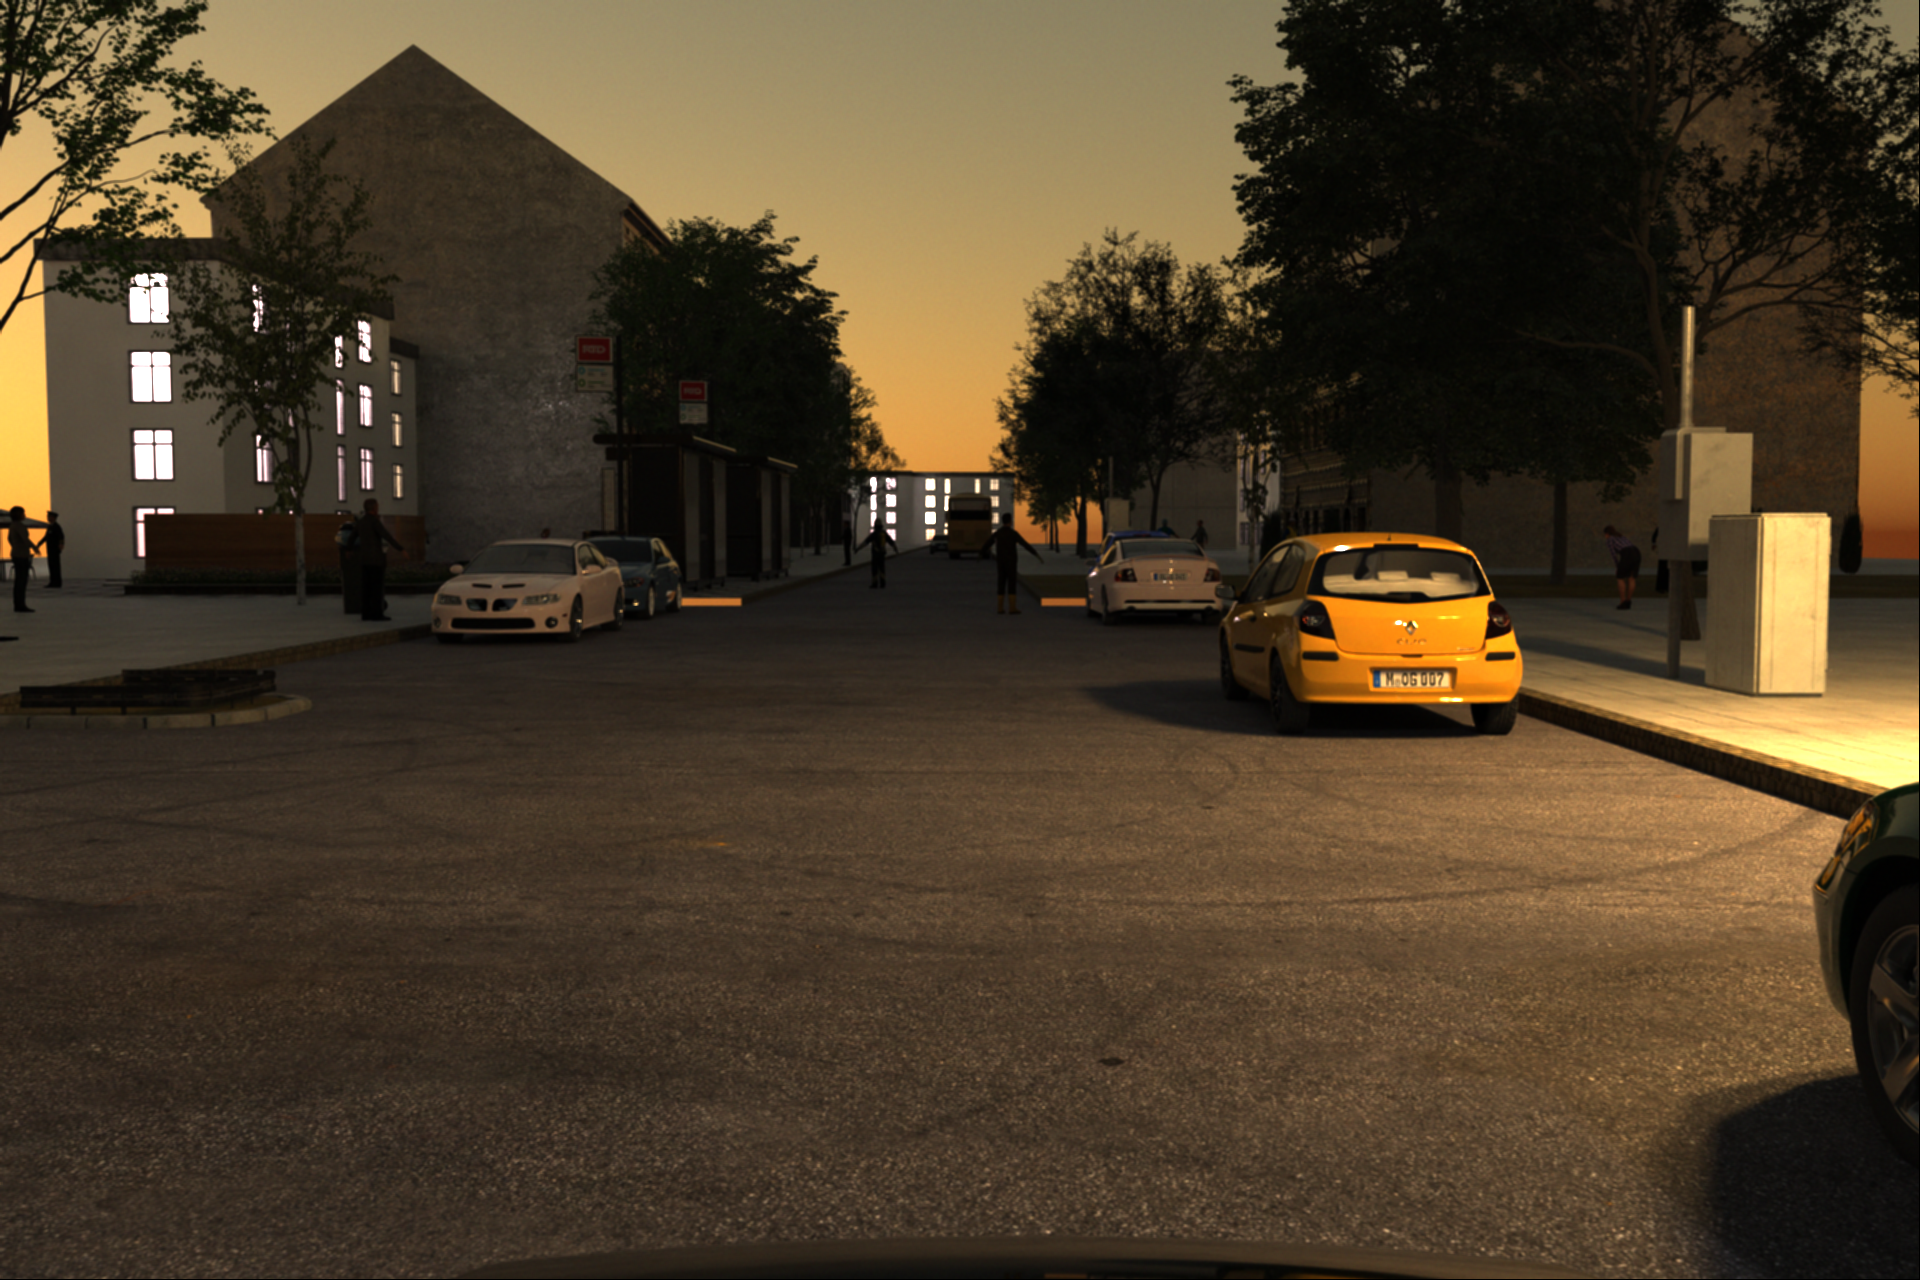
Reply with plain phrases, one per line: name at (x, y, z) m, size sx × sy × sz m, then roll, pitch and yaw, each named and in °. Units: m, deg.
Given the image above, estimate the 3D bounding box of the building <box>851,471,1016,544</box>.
building at (-6.661, -17.473, 230.289) m, size 28.070 × 9.664 × 9.099 m, roll 0°, pitch 4°, yaw -5°

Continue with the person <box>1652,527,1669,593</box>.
person at (15.355, -1.887, 37.571) m, size 1.216 × 1.740 × 0.721 m, roll -3°, pitch 4°, yaw -36°

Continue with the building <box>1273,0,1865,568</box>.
building at (24.731, -14.871, 74.068) m, size 19.493 × 23.208 × 18.063 m, roll 0°, pitch 3°, yaw 0°

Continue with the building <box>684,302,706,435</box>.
building at (-27.285, -15.058, 112.649) m, size 16.747 × 18.905 × 31.486 m, roll 0°, pitch 4°, yaw 0°

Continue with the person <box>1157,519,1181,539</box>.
person at (7.296, -3.399, 61.700) m, size 1.347 × 1.817 × 0.704 m, roll 1°, pitch 4°, yaw 8°

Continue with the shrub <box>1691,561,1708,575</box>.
shrub at (22.723, -3.023, 53.848) m, size 1.690 × 2.028 × 1.600 m, roll 0°, pitch 3°, yaw 0°

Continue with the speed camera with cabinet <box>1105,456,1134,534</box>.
speed camera with cabinet at (4.025, -3.009, 43.530) m, size 0.660 × 3.252 × 2.038 m, roll 0°, pitch 4°, yaw 1°

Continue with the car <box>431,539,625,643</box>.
car at (-5.958, -0.732, 24.334) m, size 2.083 × 1.381 × 4.827 m, roll 0°, pitch 4°, yaw 0°

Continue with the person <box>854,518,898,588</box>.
person at (-2.176, -2.300, 45.842) m, size 1.354 × 1.856 × 0.705 m, roll -2°, pitch 4°, yaw -35°

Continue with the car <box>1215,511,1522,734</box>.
car at (3.118, -0.220, 13.818) m, size 2.015 × 1.641 × 3.980 m, roll 0°, pitch 4°, yaw 0°

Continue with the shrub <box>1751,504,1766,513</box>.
shrub at (17.604, -2.132, 38.896) m, size 1.661 × 2.075 × 1.752 m, roll 0°, pitch 3°, yaw 0°

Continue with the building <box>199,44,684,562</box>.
building at (-24.572, -15.684, 87.366) m, size 19.493 × 23.208 × 18.063 m, roll 0°, pitch 4°, yaw 0°

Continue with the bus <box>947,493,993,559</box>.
bus at (0.580, -6.787, 102.517) m, size 2.896 × 3.916 × 12.252 m, roll 0°, pitch 4°, yaw 0°

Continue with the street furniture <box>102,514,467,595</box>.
street furniture at (-14.366, -1.955, 38.816) m, size 11.010 × 1.723 × 9.812 m, roll 0°, pitch 4°, yaw -3°

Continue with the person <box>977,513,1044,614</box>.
person at (0.858, -1.375, 31.076) m, size 1.346 × 1.812 × 0.704 m, roll 2°, pitch 4°, yaw 29°

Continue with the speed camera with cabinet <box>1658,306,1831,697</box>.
speed camera with cabinet at (6.525, -1.232, 14.483) m, size 0.660 × 3.252 × 2.038 m, roll 0°, pitch 3°, yaw 0°

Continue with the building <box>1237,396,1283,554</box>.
building at (23.291, -9.978, 105.284) m, size 9.099 × 9.664 × 28.070 m, roll 0°, pitch 4°, yaw 1°

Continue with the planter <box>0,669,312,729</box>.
planter at (-6.310, 0.454, 13.714) m, size 1.991 × 0.319 × 1.994 m, roll 0°, pitch 4°, yaw 0°

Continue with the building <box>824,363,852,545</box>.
building at (-27.989, -22.043, 204.380) m, size 27.936 × 21.610 × 32.646 m, roll 0°, pitch 4°, yaw 1°

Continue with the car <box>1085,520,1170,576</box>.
car at (3.454, -1.505, 34.192) m, size 1.945 × 1.707 × 3.694 m, roll 0°, pitch 4°, yaw 0°

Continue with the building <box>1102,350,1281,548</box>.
building at (23.911, -18.881, 175.159) m, size 16.747 × 18.905 × 31.486 m, roll 0°, pitch 4°, yaw 1°

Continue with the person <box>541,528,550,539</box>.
person at (-10.547, -2.152, 44.457) m, size 0.599 × 1.433 × 0.991 m, roll 1°, pitch 4°, yaw 23°

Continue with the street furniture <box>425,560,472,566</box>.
street furniture at (-14.724, -2.160, 50.948) m, size 5.734 × 0.657 × 10.072 m, roll -3°, pitch 5°, yaw -45°

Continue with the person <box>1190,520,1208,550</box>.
person at (8.778, -3.501, 63.517) m, size 0.705 × 1.796 × 1.348 m, roll -1°, pitch 4°, yaw -21°

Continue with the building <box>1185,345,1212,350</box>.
building at (26.927, -22.882, 205.056) m, size 19.493 × 23.208 × 18.063 m, roll 0°, pitch 4°, yaw 1°

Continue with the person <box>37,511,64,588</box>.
person at (-21.669, -2.166, 41.344) m, size 1.347 × 1.837 × 0.705 m, roll 3°, pitch 4°, yaw 39°

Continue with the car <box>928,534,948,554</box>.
car at (-1.285, -7.017, 124.511) m, size 2.009 × 1.686 × 4.222 m, roll 0°, pitch 4°, yaw 0°

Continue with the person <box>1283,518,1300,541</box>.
person at (11.145, -3.184, 58.020) m, size 1.349 × 1.833 × 0.705 m, roll -3°, pitch 5°, yaw -45°

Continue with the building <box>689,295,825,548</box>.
building at (-28.092, -19.387, 160.955) m, size 27.936 × 21.610 × 32.646 m, roll 0°, pitch 4°, yaw 1°

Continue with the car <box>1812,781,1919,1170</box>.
car at (3.054, 0.573, 2.429) m, size 2.131 × 1.459 × 4.920 m, roll 0°, pitch 4°, yaw 0°

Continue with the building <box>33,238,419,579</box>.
building at (-25.161, -7.412, 63.341) m, size 9.099 × 9.664 × 28.070 m, roll 0°, pitch 4°, yaw 1°

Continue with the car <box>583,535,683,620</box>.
car at (-6.007, -1.130, 30.471) m, size 2.014 × 1.417 × 4.499 m, roll 0°, pitch 4°, yaw 0°

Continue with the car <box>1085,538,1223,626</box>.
car at (3.137, -0.984, 28.455) m, size 2.083 × 1.381 × 4.827 m, roll 0°, pitch 4°, yaw -1°
